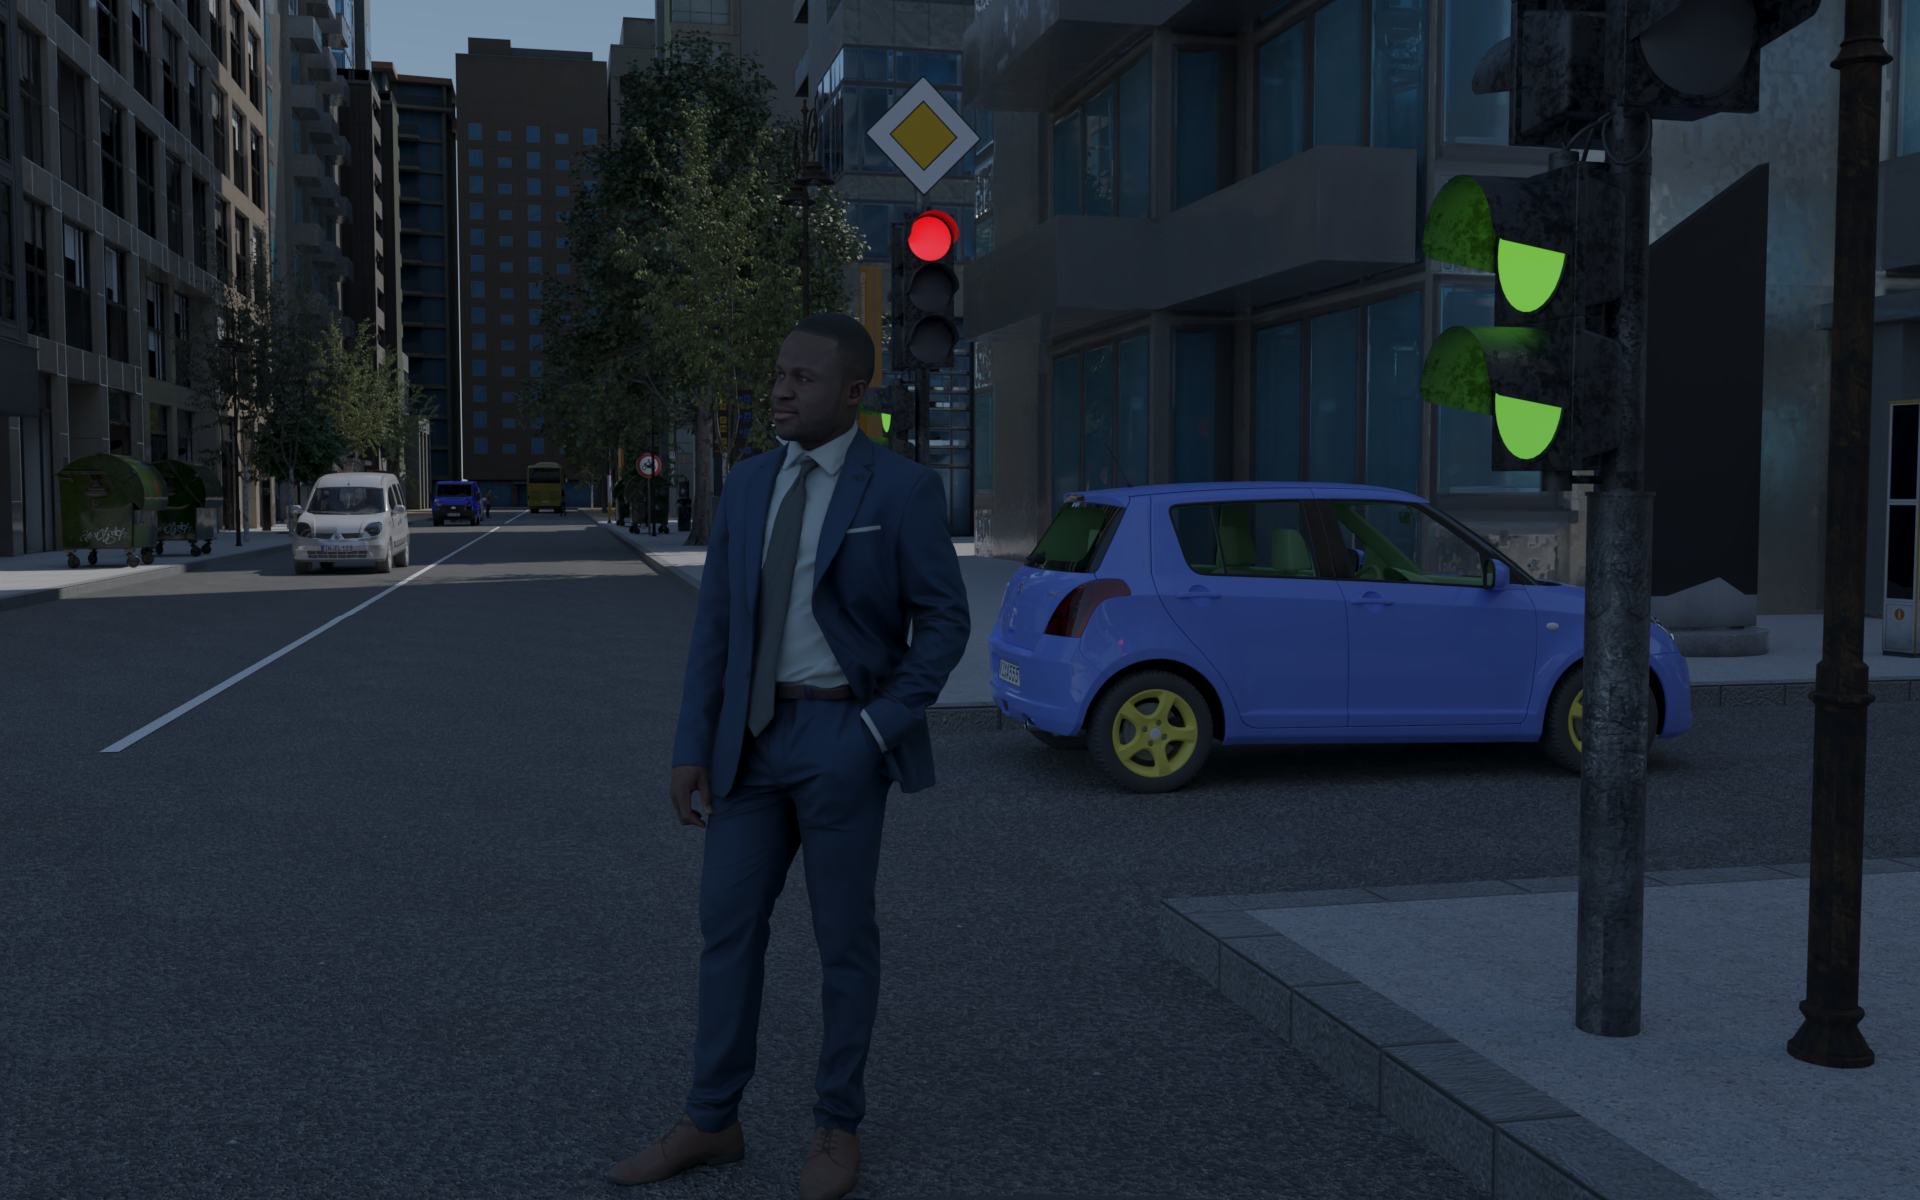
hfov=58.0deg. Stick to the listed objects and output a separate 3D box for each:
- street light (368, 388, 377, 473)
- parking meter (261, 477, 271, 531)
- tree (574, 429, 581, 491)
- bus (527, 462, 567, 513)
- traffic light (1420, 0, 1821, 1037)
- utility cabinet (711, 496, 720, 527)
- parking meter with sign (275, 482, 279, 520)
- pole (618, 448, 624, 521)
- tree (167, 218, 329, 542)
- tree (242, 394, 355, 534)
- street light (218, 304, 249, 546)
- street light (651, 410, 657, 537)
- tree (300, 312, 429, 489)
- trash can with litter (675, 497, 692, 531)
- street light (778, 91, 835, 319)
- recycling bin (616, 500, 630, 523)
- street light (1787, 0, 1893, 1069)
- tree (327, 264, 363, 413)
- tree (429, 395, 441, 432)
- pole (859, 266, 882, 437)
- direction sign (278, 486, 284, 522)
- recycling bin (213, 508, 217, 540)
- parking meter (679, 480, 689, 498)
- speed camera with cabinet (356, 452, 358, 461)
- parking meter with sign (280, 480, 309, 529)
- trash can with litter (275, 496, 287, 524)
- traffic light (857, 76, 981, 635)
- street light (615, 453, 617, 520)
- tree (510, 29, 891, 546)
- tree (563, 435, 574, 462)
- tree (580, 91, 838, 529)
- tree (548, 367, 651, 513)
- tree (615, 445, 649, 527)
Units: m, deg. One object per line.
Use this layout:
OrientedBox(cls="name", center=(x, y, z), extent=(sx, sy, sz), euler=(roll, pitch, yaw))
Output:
OrientedBox(cls="street light", center=(-25.379, -6.251, 74.997), extent=(0.468, 5.910, 1.993), euler=(-1, 4, -13))
OrientedBox(cls="parking meter", center=(-24.156, -3.338, 60.280), extent=(0.255, 1.863, 0.399), euler=(-2, 4, -32))
OrientedBox(cls="tree", center=(-11.573, -6.904, 63.250), extent=(4.737, 8.622, 4.395), euler=(0, 3, 0))
OrientedBox(cls="bus", center=(-31.724, -8.655, 133.057), extent=(2.896, 3.916, 12.252), euler=(-1, 4, -12))
OrientedBox(cls="traffic light", center=(1.537, -0.925, 4.042), extent=(0.839, 4.253, 0.868), euler=(-1, 4, -13))
OrientedBox(cls="utility cabinet", center=(-8.055, -2.764, 56.347), extent=(0.306, 1.237, 1.020), euler=(0, 4, 6))
OrientedBox(cls="parking meter with sign", center=(-31.110, -5.074, 79.225), extent=(1.738, 3.016, 0.543), euler=(-1, 4, -23))
OrientedBox(cls="pole", center=(-13.835, -4.703, 70.734), extent=(0.158, 3.312, 0.155), euler=(0, 3, 0))
OrientedBox(cls="tree", center=(-19.326, -5.890, 46.663), extent=(4.360, 8.622, 3.978), euler=(0, 3, 0))
OrientedBox(cls="tree", center=(-21.568, -4.452, 56.496), extent=(4.285, 4.588, 4.351), euler=(0, 3, 0))
OrientedBox(cls="street light", center=(-17.718, -4.256, 42.366), extent=(0.468, 5.910, 1.993), euler=(-1, 4, -13))
OrientedBox(cls="street light", center=(-9.251, -4.858, 52.211), extent=(0.468, 5.910, 1.993), euler=(-1, 4, -13))
OrientedBox(cls="tree", center=(-24.971, -7.388, 71.151), extent=(4.737, 8.622, 4.395), euler=(0, 3, 0))
OrientedBox(cls="trash can with litter", center=(-9.569, -2.948, 59.588), extent=(0.624, 1.170, 1.055), euler=(-1, 4, -17))
OrientedBox(cls="street light", center=(-1.813, -2.914, 20.432), extent=(0.468, 5.910, 1.993), euler=(-1, 4, -13))
OrientedBox(cls="recycling bin", center=(-14.880, -3.943, 77.020), extent=(0.722, 1.027, 0.722), euler=(0, 4, 1))
OrientedBox(cls="street light", center=(1.986, -1.895, 3.774), extent=(0.468, 5.910, 1.993), euler=(-1, 4, -13))
OrientedBox(cls="tree", center=(-19.948, -6.187, 51.525), extent=(4.360, 8.622, 3.978), euler=(0, 3, 0))
OrientedBox(cls="tree", center=(-27.781, -8.185, 84.191), extent=(4.737, 8.622, 4.395), euler=(0, 3, 0))
OrientedBox(cls="pole", center=(-0.806, -1.335, 15.678), extent=(0.158, 3.312, 0.155), euler=(0, 3, 0))
OrientedBox(cls="direction sign", center=(-30.815, -5.281, 78.347), extent=(0.379, 3.537, 0.876), euler=(0, 4, -6))
OrientedBox(cls="recycling bin", center=(-21.304, -2.200, 48.524), extent=(0.722, 1.027, 0.722), euler=(0, 4, -5))
OrientedBox(cls="parking meter", center=(-11.588, -4.101, 72.770), extent=(0.399, 1.863, 0.255), euler=(1, 4, 18))
OrientedBox(cls="speed camera with cabinet", center=(-26.636, -4.908, 74.575), extent=(2.038, 3.252, 0.660), euler=(1, 4, 17))
OrientedBox(cls="parking meter with sign", center=(-24.098, -4.090, 63.131), extent=(0.543, 3.016, 1.738), euler=(-3, 5, -43))
OrientedBox(cls="trash can with litter", center=(-29.705, -3.942, 75.513), extent=(1.678, 1.210, 2.233), euler=(-2, 4, -25))
OrientedBox(cls="traffic light", center=(-0.277, -1.400, 11.819), extent=(0.839, 4.253, 0.868), euler=(-1, 4, -13))
OrientedBox(cls="street light", center=(-16.807, -6.835, 84.542), extent=(0.468, 5.910, 1.993), euler=(-1, 4, -13))
OrientedBox(cls="tree", center=(-6.352, -7.716, 43.158), extent=(9.611, 12.733, 9.660), euler=(0, 3, 0))
OrientedBox(cls="tree", center=(-20.964, -9.398, 104.019), extent=(4.737, 8.622, 4.395), euler=(0, 3, 0))
OrientedBox(cls="tree", center=(-4.302, -4.992, 31.989), extent=(4.737, 8.622, 4.395), euler=(0, 3, 0))
OrientedBox(cls="tree", center=(-24.610, -12.200, 117.602), extent=(7.486, 12.596, 7.792), euler=(0, 3, 0))
OrientedBox(cls="tree", center=(-12.406, -4.435, 67.115), extent=(1.663, 3.219, 1.824), euler=(0, 3, 0))
